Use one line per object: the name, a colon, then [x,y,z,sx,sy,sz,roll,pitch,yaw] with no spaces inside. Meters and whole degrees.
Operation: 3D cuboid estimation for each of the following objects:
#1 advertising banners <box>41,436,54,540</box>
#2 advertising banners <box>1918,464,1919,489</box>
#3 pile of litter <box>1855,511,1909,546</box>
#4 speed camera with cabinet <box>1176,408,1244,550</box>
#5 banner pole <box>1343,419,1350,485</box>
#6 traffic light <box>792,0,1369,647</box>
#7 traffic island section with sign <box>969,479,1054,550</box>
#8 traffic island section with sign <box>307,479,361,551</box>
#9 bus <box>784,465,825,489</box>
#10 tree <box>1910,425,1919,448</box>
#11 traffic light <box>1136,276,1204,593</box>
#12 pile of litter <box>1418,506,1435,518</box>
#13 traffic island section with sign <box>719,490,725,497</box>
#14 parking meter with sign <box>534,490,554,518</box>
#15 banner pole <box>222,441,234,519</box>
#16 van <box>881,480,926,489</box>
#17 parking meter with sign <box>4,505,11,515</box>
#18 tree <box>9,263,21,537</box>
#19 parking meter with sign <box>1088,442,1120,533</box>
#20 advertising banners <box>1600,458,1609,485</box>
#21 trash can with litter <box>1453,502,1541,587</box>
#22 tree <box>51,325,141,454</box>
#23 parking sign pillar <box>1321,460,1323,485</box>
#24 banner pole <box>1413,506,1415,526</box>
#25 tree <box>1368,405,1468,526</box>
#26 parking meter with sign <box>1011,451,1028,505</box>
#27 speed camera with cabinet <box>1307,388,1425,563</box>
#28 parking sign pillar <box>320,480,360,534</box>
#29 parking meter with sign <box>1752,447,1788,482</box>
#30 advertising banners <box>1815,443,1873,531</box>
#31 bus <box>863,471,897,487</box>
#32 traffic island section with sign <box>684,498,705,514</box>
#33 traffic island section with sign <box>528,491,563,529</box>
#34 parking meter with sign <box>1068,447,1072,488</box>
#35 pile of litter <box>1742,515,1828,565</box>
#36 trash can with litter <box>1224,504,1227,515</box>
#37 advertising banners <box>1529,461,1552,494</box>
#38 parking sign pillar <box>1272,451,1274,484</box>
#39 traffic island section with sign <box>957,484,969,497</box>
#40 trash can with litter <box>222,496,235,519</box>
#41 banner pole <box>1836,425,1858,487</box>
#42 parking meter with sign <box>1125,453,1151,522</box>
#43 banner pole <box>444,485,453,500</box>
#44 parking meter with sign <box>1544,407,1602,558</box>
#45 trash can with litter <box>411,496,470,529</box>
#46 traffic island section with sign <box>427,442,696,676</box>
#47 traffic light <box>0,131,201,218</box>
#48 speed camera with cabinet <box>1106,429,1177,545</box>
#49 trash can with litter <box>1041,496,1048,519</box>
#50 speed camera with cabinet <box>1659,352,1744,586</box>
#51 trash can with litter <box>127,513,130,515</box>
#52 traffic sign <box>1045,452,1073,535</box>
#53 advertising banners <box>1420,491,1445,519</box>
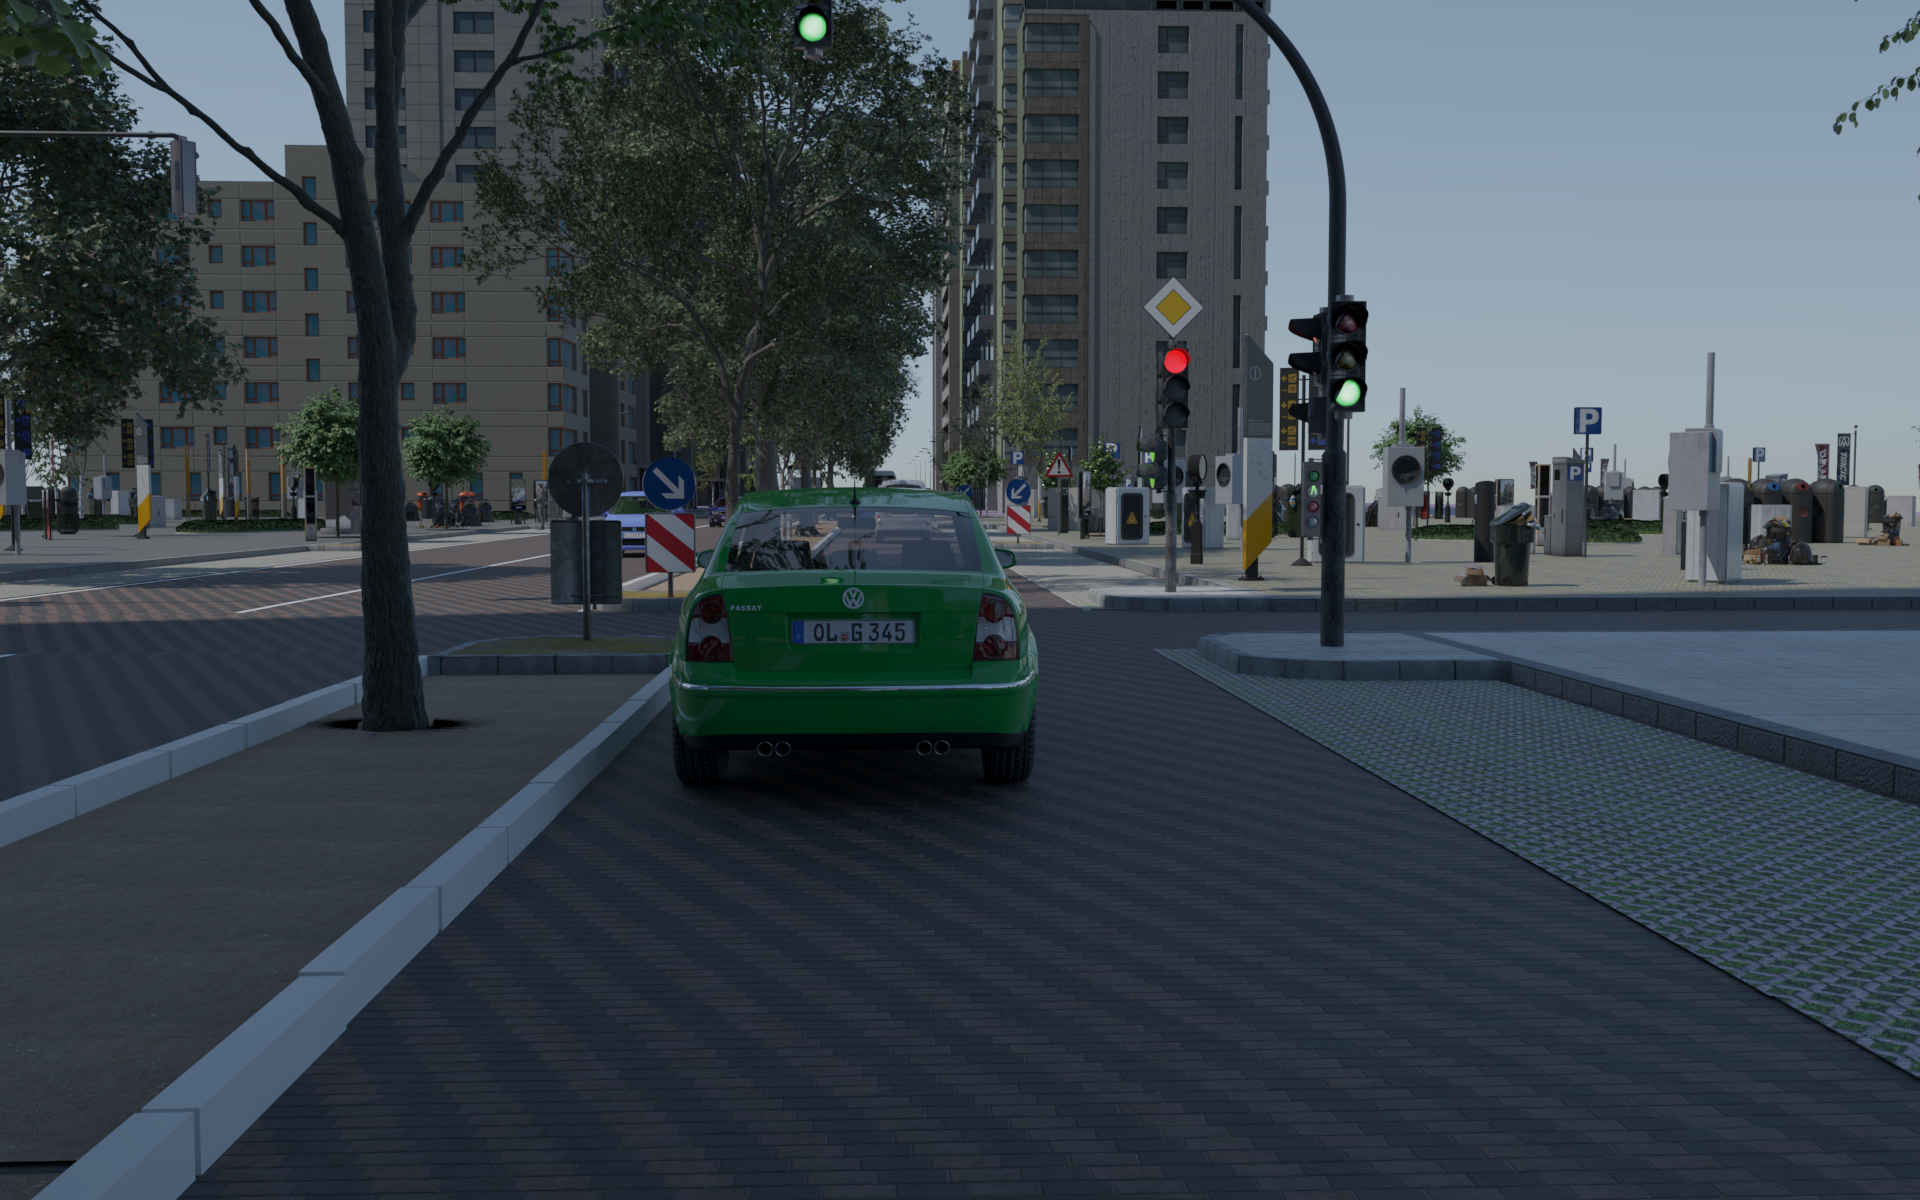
advertising banners: [-25.539,-3.198,48.480,0.090,3.025,2.074,-3,4,-36]
advertising banners: [56.029,-6.337,99.800,0.090,3.025,2.074,-1,4,-18]
pile of litter: [23.059,-1.795,43.312,1.176,0.858,1.719,1,4,20]
speed camera with cabinet: [5.950,-2.811,40.294,0.660,3.252,2.038,-2,4,-26]
banner pole: [10.353,-3.482,46.955,0.863,3.779,0.401,-2,4,-35]
traffic light: [1.033,-2.424,14.307,4.771,5.953,1.251,0,4,-3]
traffic island section with sign: [1.362,-2.244,45.319,1.989,1.847,2.006,0,4,-3]
traffic island section with sign: [-15.269,-2.159,43.927,1.989,1.847,2.006,0,4,-3]
bus: [-11.625,-8.495,130.447,2.896,3.916,12.252,0,4,-4]
tree: [26.972,-3.789,45.666,4.285,4.588,4.351,0,3,0]
traffic light: [2.735,-2.055,22.524,0.839,4.253,0.868,0,4,-3]
pile of litter: [25.294,-4.903,94.134,1.176,0.858,1.719,1,4,14]
traffic island section with sign: [-20.283,-8.559,148.569,1.989,1.847,2.006,0,4,-3]
parking meter with sign: [-21.950,-5.902,92.751,1.738,3.016,0.543,1,4,12]
banner pole: [-34.748,-5.645,82.320,0.401,3.779,0.863,2,4,28]
van: [-1.703,-2.726,51.575,2.013,2.044,4.112,0,4,-2]
parking meter with sign: [-51.585,-5.963,93.748,0.543,3.016,1.738,0,4,-1]
tree: [-28.090,-6.200,51.735,4.737,8.622,4.395,0,3,0]
parking meter with sign: [4.705,-3.754,57.632,0.543,3.016,1.738,2,4,29]
advertising banners: [30.966,-5.427,84.922,2.074,3.025,0.090,-1,4,-19]
trash can with litter: [7.467,-0.777,24.088,1.055,1.170,0.624,0,4,-5]
tree: [-33.480,-7.067,65.903,4.360,8.622,3.978,0,3,0]
parking sign pillar: [20.387,-6.546,95.496,1.447,3.967,1.447,-2,4,-24]
banner pole: [17.879,-4.824,68.883,0.401,3.779,0.863,-3,5,-39]
tree: [16.614,-4.857,63.133,4.285,4.588,4.351,0,3,0]
parking meter with sign: [2.426,-4.479,69.487,0.543,3.016,1.738,0,4,-6]
speed camera with cabinet: [7.528,-2.312,32.140,2.038,3.252,0.660,0,4,4]
parking sign pillar: [-19.869,-4.116,55.771,1.447,3.967,1.447,2,4,32]
parking meter with sign: [30.065,-4.132,63.812,0.543,3.016,1.738,-1,4,-22]
advertising banners: [30.563,-3.900,59.954,2.074,3.025,0.090,0,4,-2]
bus: [-6.528,-8.982,141.720,2.948,3.499,13.247,0,4,-3]
traffic island section with sign: [-18.996,-6.912,121.645,1.989,1.847,2.006,0,4,-3]
traffic island section with sign: [-16.577,-3.825,71.173,1.989,1.847,2.006,0,4,-3]
parking meter with sign: [4.858,-4.106,63.390,1.738,3.016,0.543,1,4,9]
pile of litter: [14.902,-1.086,31.721,1.719,0.858,1.176,2,4,31]
trash can with litter: [9.113,-2.735,56.108,1.055,1.170,0.624,0,4,1]
advertising banners: [31.418,-5.915,92.902,2.074,3.025,0.090,-1,4,-13]
parking sign pillar: [13.583,-5.479,78.046,1.447,3.967,1.447,-2,4,-29]
traffic island section with sign: [0.054,-3.891,72.242,1.989,1.847,2.006,0,4,-3]
trash can with litter: [-31.132,-3.791,73.040,2.233,1.210,1.678,0,4,8]
banner pole: [32.107,-4.442,62.645,0.863,3.779,0.401,0,4,5]
parking meter with sign: [6.720,-4.326,66.993,1.738,3.016,0.543,-3,4,-38]
banner pole: [-24.092,-5.607,81.684,0.401,3.779,0.863,1,4,14]
parking meter with sign: [12.512,-2.405,35.578,0.543,3.016,1.738,0,4,-4]
trash can with litter: [-19.605,-3.314,65.244,2.233,1.210,1.678,-1,4,-23]
traffic island section with sign: [-3.257,-0.395,14.596,2.006,1.907,1.989,0,4,-3]
traffic light: [-12.071,-2.885,21.834,4.771,5.953,1.251,0,4,-3]
speed camera with cabinet: [4.721,-3.036,43.968,2.038,3.252,0.660,-2,4,-25]
trash can with litter: [4.600,-4.830,90.364,0.624,1.170,1.055,1,4,18]
speed camera with cabinet: [10.744,-1.870,24.916,0.660,3.252,2.038,3,4,37]
trash can with litter: [-41.209,-4.600,86.591,0.624,1.170,1.055,3,5,44]
traffic sign: [3.070,-3.285,53.719,0.884,2.594,0.081,0,4,0]
advertising banners: [23.714,-5.622,88.114,2.074,3.025,0.090,-1,4,-10]
